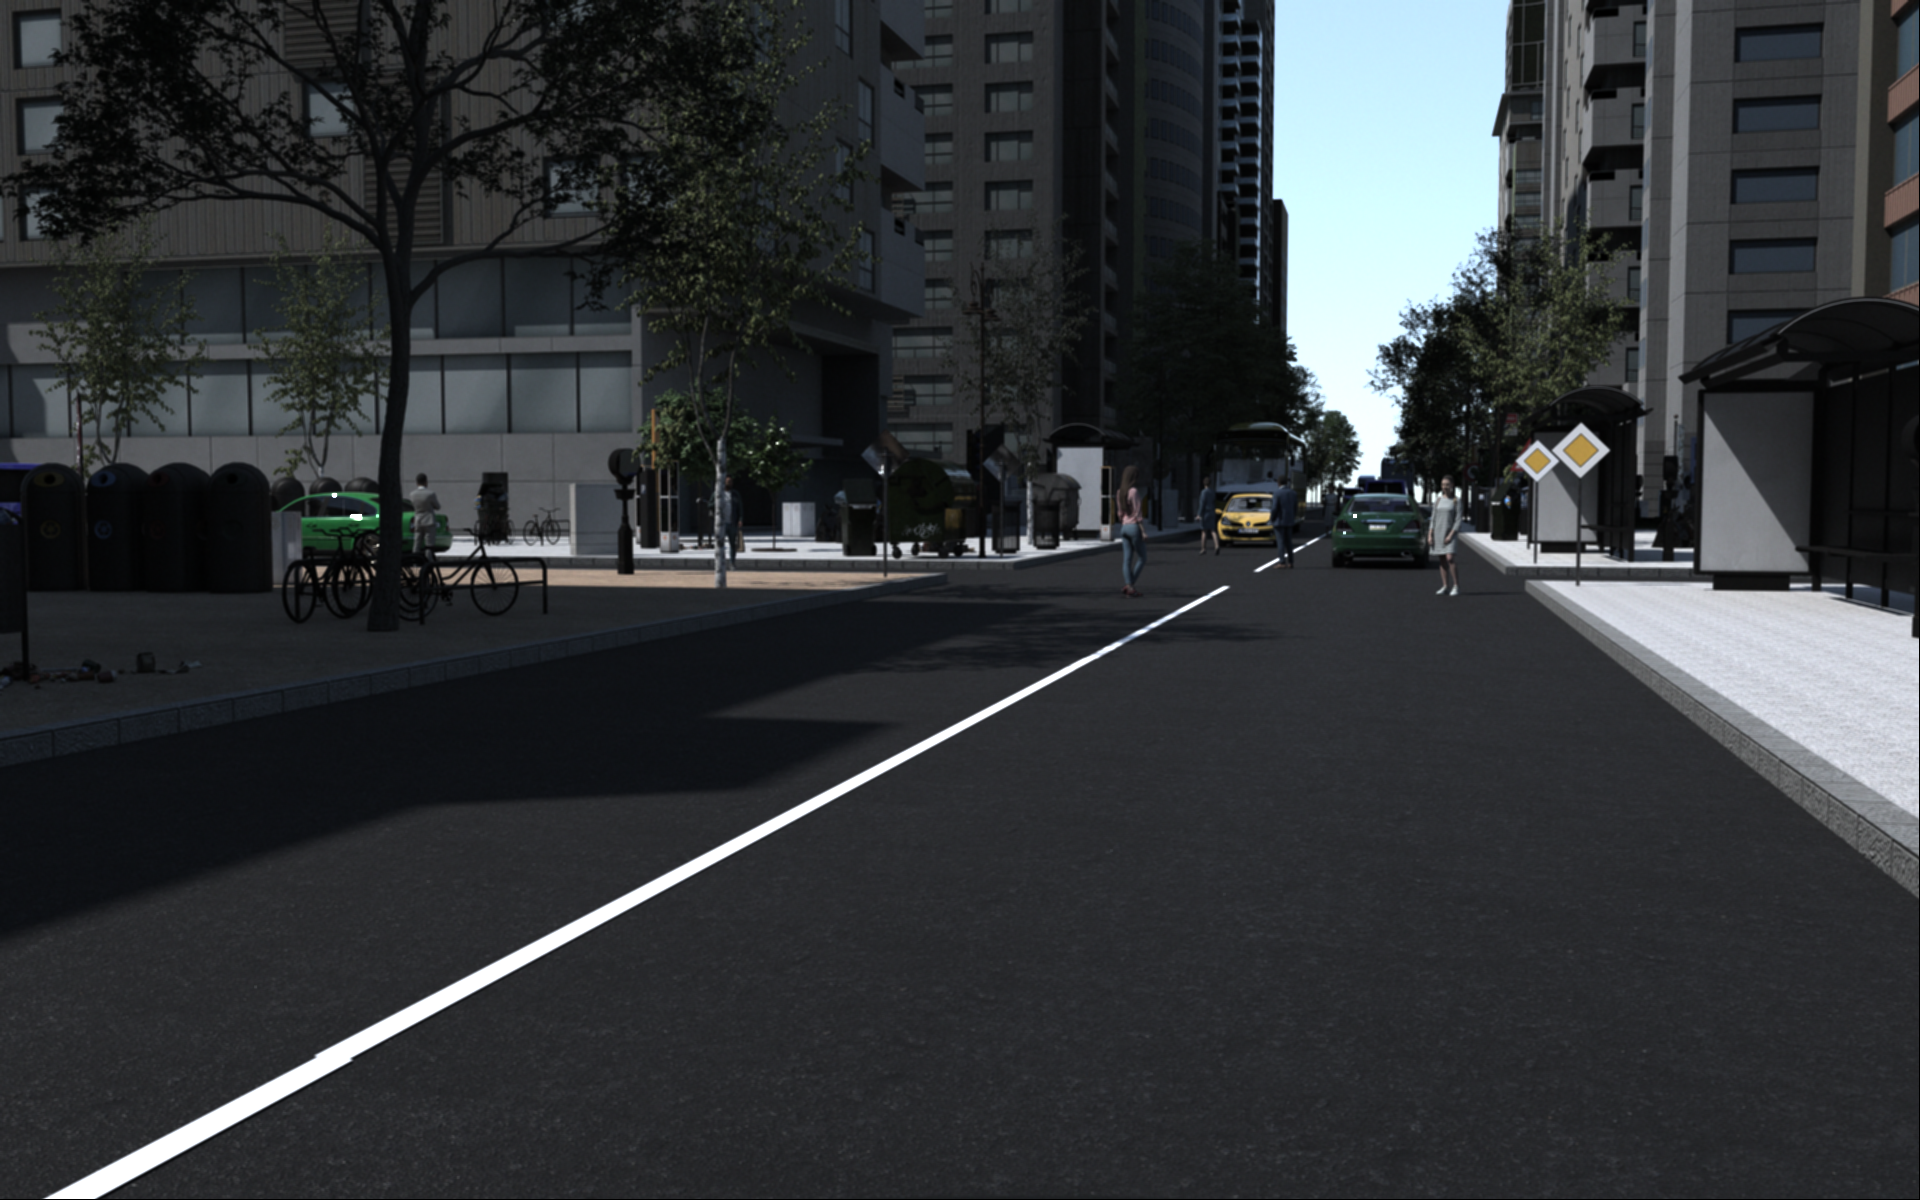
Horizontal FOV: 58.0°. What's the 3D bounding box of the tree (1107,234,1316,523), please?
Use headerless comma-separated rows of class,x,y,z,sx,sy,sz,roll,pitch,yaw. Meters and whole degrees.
tree,10.521,-9.659,76.059,7.486,12.596,7.792,0,3,0

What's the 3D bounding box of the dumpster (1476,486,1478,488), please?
dumpster,23.939,-4.441,78.366,1.264,1.857,1.865,1,4,14

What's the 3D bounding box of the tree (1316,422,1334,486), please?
tree,17.302,-11.323,103.257,7.486,12.596,7.792,0,3,0

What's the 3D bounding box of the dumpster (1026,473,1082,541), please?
dumpster,2.582,-2.578,47.916,1.264,1.857,1.865,1,4,14

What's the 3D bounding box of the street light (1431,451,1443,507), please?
street light,41.820,-10.959,151.968,0.468,5.910,1.993,1,4,14

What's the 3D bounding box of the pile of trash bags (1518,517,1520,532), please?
pile of trash bags,19.429,-3.118,60.730,1.912,1.369,3.447,0,4,-2

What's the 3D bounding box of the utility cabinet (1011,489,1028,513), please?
utility cabinet,2.990,-4.467,81.722,1.173,1.500,0.318,-2,4,-35

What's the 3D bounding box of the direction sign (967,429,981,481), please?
direction sign,0.481,-4.198,60.633,0.379,3.537,0.876,-2,4,-32

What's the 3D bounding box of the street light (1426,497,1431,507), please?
street light,48.403,-12.539,177.795,0.468,5.910,1.993,1,4,14

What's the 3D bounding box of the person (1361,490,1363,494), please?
person,35.569,-8.826,153.361,0.990,1.755,0.434,-1,4,-15

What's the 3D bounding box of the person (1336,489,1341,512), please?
person,23.639,-6.107,108.792,0.568,1.767,0.683,1,4,15

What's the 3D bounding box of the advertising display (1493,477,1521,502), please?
advertising display,20.134,-3.580,63.748,0.974,1.923,0.123,0,4,8

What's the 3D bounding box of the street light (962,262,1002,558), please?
street light,0.447,-3.784,34.655,0.468,5.910,1.993,1,4,14

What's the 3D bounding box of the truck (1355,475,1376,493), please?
truck,59.377,-15.999,251.346,2.967,4.110,18.799,1,4,16

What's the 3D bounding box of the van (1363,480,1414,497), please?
van,18.829,-4.403,76.366,2.240,2.365,5.245,1,4,16

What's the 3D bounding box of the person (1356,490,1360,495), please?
person,27.348,-6.680,118.656,0.436,1.711,0.756,-2,4,-33

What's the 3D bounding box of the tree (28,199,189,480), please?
tree,-20.676,-5.627,42.357,4.737,8.622,4.395,0,3,0

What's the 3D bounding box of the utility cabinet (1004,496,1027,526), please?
utility cabinet,2.170,-3.553,69.256,1.020,1.237,0.306,-1,4,-13

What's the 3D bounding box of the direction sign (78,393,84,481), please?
direction sign,-19.810,-2.879,39.062,0.379,3.537,0.876,-2,4,-26

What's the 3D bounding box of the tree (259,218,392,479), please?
tree,-17.135,-5.883,46.552,4.737,8.622,4.395,0,3,0

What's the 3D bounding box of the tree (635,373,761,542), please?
tree,-7.053,-3.862,46.864,4.285,4.588,4.351,0,3,0

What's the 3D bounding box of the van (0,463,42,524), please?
van,-20.972,-1.876,35.058,5.245,2.365,2.240,1,4,14

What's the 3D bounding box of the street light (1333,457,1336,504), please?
street light,46.639,-14.832,215.292,0.468,5.910,1.993,1,4,14

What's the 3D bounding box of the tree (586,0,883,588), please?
tree,-3.213,-4.487,23.731,4.737,8.622,4.395,0,3,0

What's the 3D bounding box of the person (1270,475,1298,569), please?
person,6.242,-1.506,33.312,0.721,1.800,0.419,-2,4,-34

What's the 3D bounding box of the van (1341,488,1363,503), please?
van,37.563,-9.848,165.406,2.240,2.365,5.245,1,4,14

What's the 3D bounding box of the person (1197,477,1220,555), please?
person,5.828,-1.962,40.606,0.581,1.822,0.654,-2,4,-23

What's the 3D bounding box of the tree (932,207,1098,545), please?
tree,1.555,-5.709,43.700,4.360,8.622,3.978,0,3,0

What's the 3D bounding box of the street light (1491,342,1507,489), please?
street light,16.382,-4.884,52.649,0.468,5.910,1.993,1,4,14

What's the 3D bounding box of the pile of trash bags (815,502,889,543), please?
pile of trash bags,-2.075,-2.241,46.390,3.447,1.369,1.912,-2,4,-24

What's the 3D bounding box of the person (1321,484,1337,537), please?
person,12.336,-2.985,57.875,0.480,1.755,0.524,2,4,26

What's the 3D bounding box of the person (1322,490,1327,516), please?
person,23.496,-6.226,111.116,0.721,1.723,1.217,3,4,36

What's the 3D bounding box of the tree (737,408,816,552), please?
tree,-4.048,-2.708,38.871,1.663,3.219,1.824,0,3,0

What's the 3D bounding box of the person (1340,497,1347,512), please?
person,15.940,-3.620,71.937,0.306,1.304,0.590,0,4,-2

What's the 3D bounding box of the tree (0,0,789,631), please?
tree,-5.073,-4.987,15.955,7.601,10.594,8.767,0,4,-4

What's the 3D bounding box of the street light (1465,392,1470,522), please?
street light,22.880,-6.445,78.158,0.468,5.910,1.993,1,4,14

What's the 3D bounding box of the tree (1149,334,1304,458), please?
tree,14.527,-9.707,93.115,8.767,10.594,7.601,-1,4,-21

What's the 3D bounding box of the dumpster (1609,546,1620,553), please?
dumpster,14.225,-2.019,38.766,1.264,1.857,1.865,1,4,14

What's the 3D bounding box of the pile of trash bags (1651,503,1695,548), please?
pile of trash bags,18.409,-1.958,41.762,3.447,1.369,1.912,-2,4,-34

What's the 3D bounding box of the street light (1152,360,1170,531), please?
street light,6.969,-5.341,60.111,0.468,5.910,1.993,1,4,14

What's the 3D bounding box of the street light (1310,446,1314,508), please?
street light,32.750,-11.513,161.020,0.468,5.910,1.993,1,4,14

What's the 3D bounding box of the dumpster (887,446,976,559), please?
dumpster,-0.623,-1.977,34.810,1.502,2.255,1.985,1,4,14

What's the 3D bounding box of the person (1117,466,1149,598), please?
person,2.407,-0.947,23.991,0.388,1.821,0.555,-3,5,-39

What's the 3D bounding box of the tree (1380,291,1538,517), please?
tree,28.251,-10.960,96.212,9.611,12.733,9.660,0,3,0

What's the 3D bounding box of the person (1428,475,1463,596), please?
person,6.942,-0.928,24.680,0.512,1.701,0.522,3,5,41

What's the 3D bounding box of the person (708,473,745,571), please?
person,-4.255,-1.437,31.981,0.794,1.824,0.713,0,4,1

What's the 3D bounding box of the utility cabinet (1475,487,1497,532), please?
utility cabinet,17.665,-3.014,57.956,0.318,1.500,1.173,-1,4,-12

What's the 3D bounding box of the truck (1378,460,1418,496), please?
truck,31.363,-8.264,124.870,2.967,4.110,18.799,1,4,15

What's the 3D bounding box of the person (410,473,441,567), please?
person,-9.497,-1.353,30.803,0.511,1.800,0.466,0,4,0

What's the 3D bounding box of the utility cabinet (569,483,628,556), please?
utility cabinet,-7.503,-1.670,35.988,1.173,1.500,0.318,-3,4,-37

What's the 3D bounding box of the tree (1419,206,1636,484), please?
tree,15.165,-5.757,44.497,4.737,8.622,4.395,0,3,0
